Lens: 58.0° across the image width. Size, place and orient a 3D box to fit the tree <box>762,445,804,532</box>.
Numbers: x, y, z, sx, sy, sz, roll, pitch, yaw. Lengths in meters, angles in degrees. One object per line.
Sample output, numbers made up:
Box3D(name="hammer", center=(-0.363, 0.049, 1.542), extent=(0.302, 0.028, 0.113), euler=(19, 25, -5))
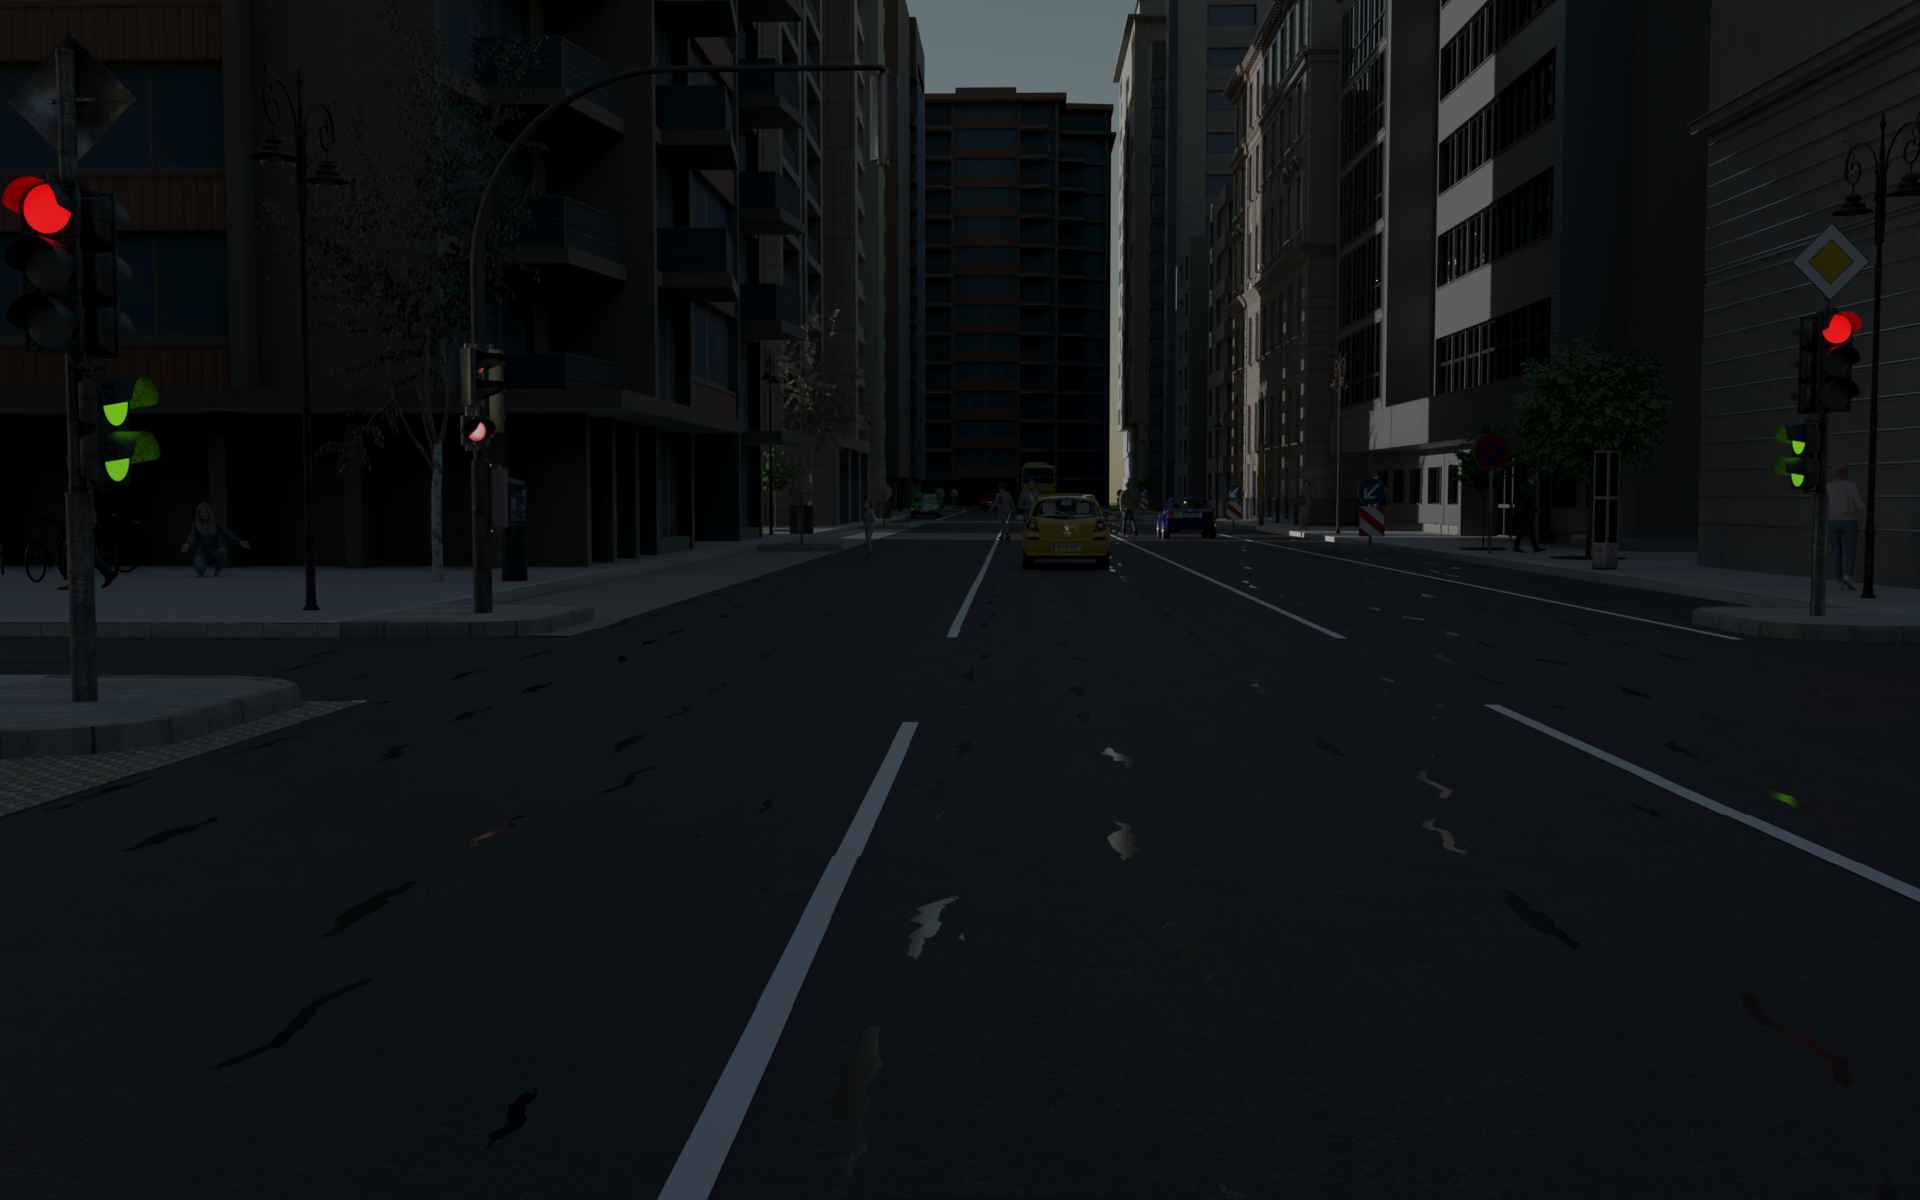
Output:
Box3D(name="tree", center=(-6.435, -3.985, 59.753), extent=(1.663, 3.219, 1.824), euler=(0, 3, 0))

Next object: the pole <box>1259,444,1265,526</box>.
Box3D(name="pole", center=(12.273, -4.686, 70.458), extent=(0.158, 3.312, 0.155), euler=(0, 3, 0))

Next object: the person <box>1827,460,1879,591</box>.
Box3D(name="person", center=(11.835, -1.001, 23.080), extent=(0.731, 1.740, 0.598), euler=(2, 4, 25))

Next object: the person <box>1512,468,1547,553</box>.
Box3D(name="person", center=(12.435, -1.953, 37.745), extent=(0.755, 1.850, 0.659), euler=(1, 4, 11))

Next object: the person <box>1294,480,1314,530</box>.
Box3D(name="person", center=(12.420, -3.429, 62.462), extent=(0.716, 1.782, 0.532), euler=(-1, 4, -8))

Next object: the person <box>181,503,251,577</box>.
Box3D(name="person", center=(-11.530, -0.934, 26.805), extent=(1.012, 1.151, 0.738), euler=(-2, 4, -27))

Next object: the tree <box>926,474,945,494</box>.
Box3D(name="tree", center=(-2.393, -10.675, 169.145), extent=(1.663, 3.219, 1.824), euler=(0, 3, 0))

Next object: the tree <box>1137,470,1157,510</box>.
Box3D(name="tree", center=(15.338, -9.038, 142.369), extent=(1.663, 3.219, 1.824), euler=(0, 3, 0))

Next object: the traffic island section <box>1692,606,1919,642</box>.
Box3D(name="traffic island section", center=(9.056, 0.247, 18.247), extent=(2.009, 0.180, 2.903), euler=(0, 4, 2))

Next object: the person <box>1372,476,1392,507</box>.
Box3D(name="person", center=(12.503, -2.807, 51.930), extent=(0.794, 1.824, 0.713), euler=(-1, 4, -14))

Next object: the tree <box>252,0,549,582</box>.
Box3D(name="tree", center=(-7.769, -4.574, 25.144), extent=(4.360, 8.622, 3.978), euler=(0, 3, 0))

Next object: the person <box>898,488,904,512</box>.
Box3D(name="person", center=(-4.303, -7.349, 127.015), extent=(0.721, 1.723, 1.217), euler=(-1, 4, -16))

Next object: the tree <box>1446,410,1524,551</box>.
Box3D(name="tree", center=(12.021, -2.768, 39.861), extent=(1.663, 3.219, 1.824), euler=(0, 3, 0))

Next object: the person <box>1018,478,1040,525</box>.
Box3D(name="person", center=(1.697, -1.950, 40.580), extent=(0.606, 1.804, 0.583), euler=(-2, 4, -23))

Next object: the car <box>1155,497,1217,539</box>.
Box3D(name="car", center=(7.339, -2.671, 56.254), extent=(1.945, 1.354, 3.894), euler=(0, 4, 3))

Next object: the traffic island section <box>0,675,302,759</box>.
Box3D(name="traffic island section", center=(-5.451, 0.705, 10.760), extent=(2.009, 0.180, 2.903), euler=(0, 4, 2))

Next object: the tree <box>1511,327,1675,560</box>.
Box3D(name="tree", center=(12.419, -3.087, 34.183), extent=(4.285, 4.588, 4.351), euler=(0, 3, 0))

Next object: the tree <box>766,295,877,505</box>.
Box3D(name="tree", center=(-5.474, -7.020, 65.141), extent=(4.360, 8.622, 3.978), euler=(0, 3, 0))

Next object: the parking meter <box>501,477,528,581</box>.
Box3D(name="parking meter", center=(-6.584, -1.049, 25.560), extent=(0.372, 1.533, 0.369), euler=(0, 3, 0))

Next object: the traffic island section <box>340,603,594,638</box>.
Box3D(name="traffic island section", center=(-5.176, 0.217, 18.741), extent=(2.009, 0.180, 2.903), euler=(0, 4, 2))

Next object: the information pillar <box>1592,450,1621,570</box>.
Box3D(name="information pillar", center=(10.936, -1.519, 29.323), extent=(0.304, 2.012, 0.304), euler=(-2, 4, -33))

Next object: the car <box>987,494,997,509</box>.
Box3D(name="car", center=(3.586, -9.791, 169.115), extent=(2.155, 1.783, 4.494), euler=(0, 4, 3))

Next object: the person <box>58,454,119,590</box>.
Box3D(name="person", center=(-11.825, -1.066, 23.386), extent=(0.656, 1.842, 0.836), euler=(3, 4, 38))

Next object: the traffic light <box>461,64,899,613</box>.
Box3D(name="traffic light", center=(-3.043, -2.685, 18.568), extent=(4.771, 5.953, 1.251), euler=(0, 4, 2))

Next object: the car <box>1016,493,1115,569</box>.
Box3D(name="car", center=(2.114, -1.490, 34.593), extent=(2.015, 1.641, 3.980), euler=(0, 4, 3))

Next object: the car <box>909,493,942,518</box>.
Box3D(name="car", center=(-2.056, -5.875, 104.856), extent=(1.959, 1.807, 4.718), euler=(0, 4, 1))

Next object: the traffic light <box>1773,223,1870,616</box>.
Box3D(name="traffic light", center=(9.017, -1.787, 18.135), extent=(0.839, 4.253, 0.868), euler=(0, 4, 2))

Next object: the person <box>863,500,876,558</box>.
Box3D(name="person", center=(-2.066, -1.603, 38.992), extent=(0.425, 1.301, 0.394), euler=(3, 5, 39))

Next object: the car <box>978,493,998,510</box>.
Box3D(name="car", center=(2.686, -9.102, 157.852), extent=(2.155, 1.783, 4.494), euler=(0, 4, 2))

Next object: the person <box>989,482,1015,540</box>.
Box3D(name="person", center=(1.346, -2.751, 53.746), extent=(0.678, 1.792, 0.850), euler=(-2, 4, -34))

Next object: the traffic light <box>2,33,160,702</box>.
Box3D(name="traffic light", center=(-5.411, -1.327, 10.624), extent=(0.839, 4.253, 0.868), euler=(0, 4, 2))
